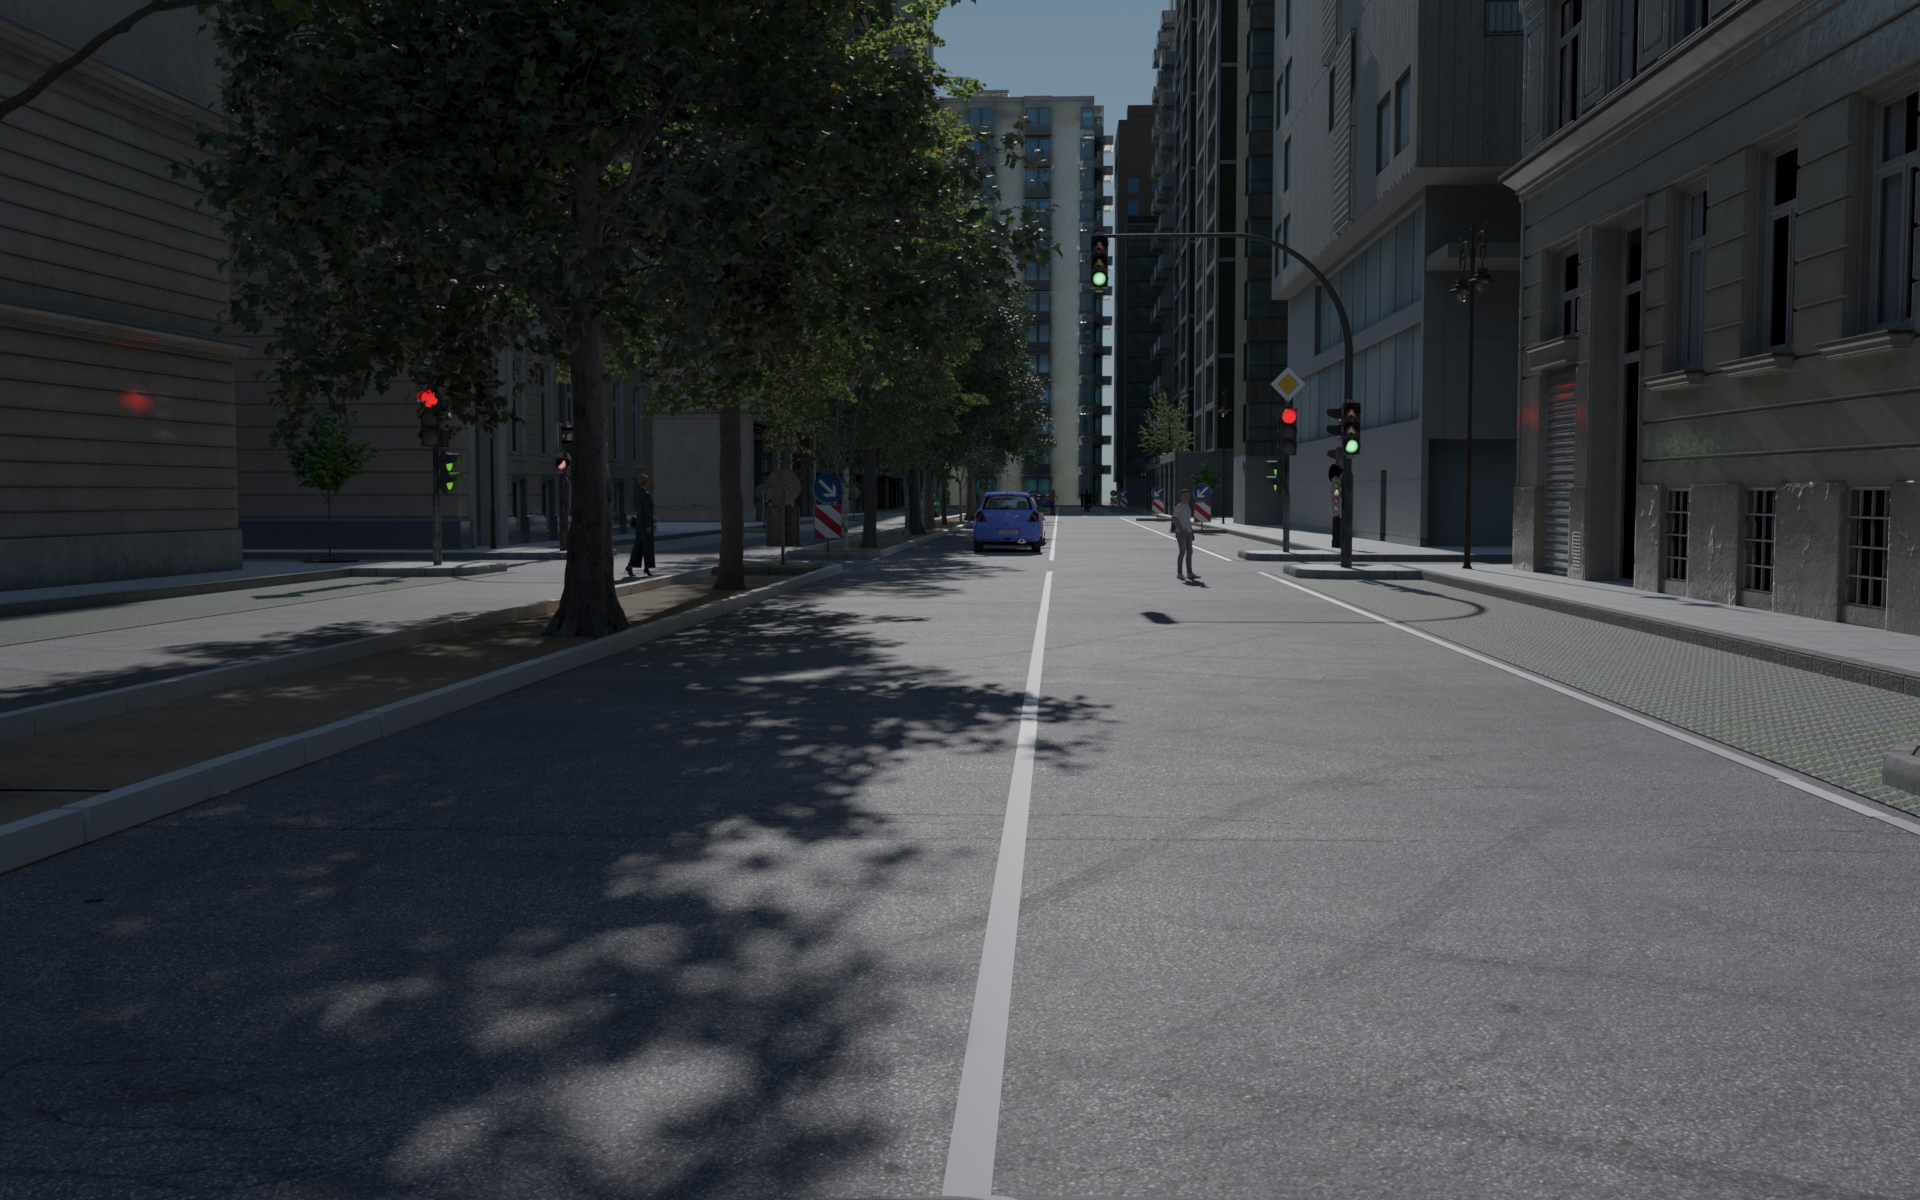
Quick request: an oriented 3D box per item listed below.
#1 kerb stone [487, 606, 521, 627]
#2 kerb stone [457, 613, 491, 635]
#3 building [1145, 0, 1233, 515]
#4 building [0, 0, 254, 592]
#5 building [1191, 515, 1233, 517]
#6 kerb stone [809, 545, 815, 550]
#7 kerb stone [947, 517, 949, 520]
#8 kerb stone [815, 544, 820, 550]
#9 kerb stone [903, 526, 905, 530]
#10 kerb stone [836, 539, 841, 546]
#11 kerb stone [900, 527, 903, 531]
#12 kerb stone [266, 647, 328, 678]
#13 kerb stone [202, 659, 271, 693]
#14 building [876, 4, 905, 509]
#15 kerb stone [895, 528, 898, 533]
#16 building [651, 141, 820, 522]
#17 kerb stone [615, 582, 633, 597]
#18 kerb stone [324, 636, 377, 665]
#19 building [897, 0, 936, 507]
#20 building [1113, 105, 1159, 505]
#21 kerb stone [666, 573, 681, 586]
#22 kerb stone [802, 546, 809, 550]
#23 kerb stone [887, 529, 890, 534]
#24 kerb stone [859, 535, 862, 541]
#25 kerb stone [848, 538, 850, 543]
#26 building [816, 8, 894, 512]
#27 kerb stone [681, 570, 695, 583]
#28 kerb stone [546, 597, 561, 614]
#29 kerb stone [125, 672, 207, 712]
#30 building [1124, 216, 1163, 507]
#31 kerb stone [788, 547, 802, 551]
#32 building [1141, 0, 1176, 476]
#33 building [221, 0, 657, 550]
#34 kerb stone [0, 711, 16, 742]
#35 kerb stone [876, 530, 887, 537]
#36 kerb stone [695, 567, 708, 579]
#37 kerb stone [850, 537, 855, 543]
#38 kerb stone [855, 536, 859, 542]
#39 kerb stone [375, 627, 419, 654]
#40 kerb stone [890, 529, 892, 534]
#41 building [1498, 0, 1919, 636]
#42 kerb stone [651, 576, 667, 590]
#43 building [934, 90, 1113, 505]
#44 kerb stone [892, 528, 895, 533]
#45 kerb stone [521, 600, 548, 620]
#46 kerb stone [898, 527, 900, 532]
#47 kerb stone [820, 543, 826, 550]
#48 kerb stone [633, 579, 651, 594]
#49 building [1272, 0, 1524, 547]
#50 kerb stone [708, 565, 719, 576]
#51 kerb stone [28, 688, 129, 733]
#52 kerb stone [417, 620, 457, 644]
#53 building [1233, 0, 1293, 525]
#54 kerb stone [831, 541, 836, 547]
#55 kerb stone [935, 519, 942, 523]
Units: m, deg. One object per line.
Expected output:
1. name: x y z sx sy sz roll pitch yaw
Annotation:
1. kerb stone: -5.049 0.198 18.962 0.120 0.150 1.000 0 4 3
2. kerb stone: -5.105 0.273 17.942 0.120 0.150 1.000 0 4 3
3. building: 25.095 -42.410 131.650 20.563 71.187 20.611 0 4 3
4. building: -29.364 -12.562 24.467 34.723 24.649 14.460 0 4 3
5. building: 22.716 -40.529 100.906 20.563 71.187 20.611 0 4 3
6. kerb stone: -3.719 -1.213 42.023 0.120 0.150 1.000 0 4 3
7. kerb stone: -0.824 -4.280 92.194 0.120 0.150 1.000 0 4 3
8. kerb stone: -3.660 -1.273 43.048 0.120 0.150 1.000 0 4 3
9. kerb stone: -2.308 -2.711 66.582 0.120 0.150 1.000 0 4 3
10. kerb stone: -3.430 -1.524 47.147 0.120 0.150 1.000 0 4 3
11. kerb stone: -2.363 -2.652 65.555 0.120 0.150 1.000 0 4 3
12. kerb stone: -5.348 0.514 13.849 0.120 0.150 1.000 0 4 3
13. kerb stone: -5.412 0.575 12.829 0.120 0.150 1.000 0 4 3
14. building: -12.345 -30.584 150.152 14.600 45.320 14.200 0 4 3
15. kerb stone: -2.488 -2.521 63.510 0.120 0.150 1.000 0 4 3
16. building: -13.734 -13.975 79.399 10.553 20.767 40.483 0 4 3
17. kerb stone: -4.762 -0.115 24.072 0.120 0.150 1.000 0 4 3
18. kerb stone: -5.283 0.450 14.869 0.120 0.150 1.000 0 4 3
19. building: -13.578 -45.357 179.845 20.611 71.187 20.563 0 4 3
20. building: 25.307 -33.782 202.449 14.200 45.320 14.600 0 4 3
21. kerb stone: -4.577 -0.302 27.136 0.120 0.150 1.000 0 4 3
22. kerb stone: -3.778 -1.147 40.998 0.120 0.150 1.000 0 4 3
23. kerb stone: -2.655 -2.336 60.442 0.120 0.150 1.000 0 4 3
24. kerb stone: -3.126 -1.839 52.258 0.120 0.150 1.000 0 4 3
25. kerb stone: -3.310 -1.650 49.188 0.120 0.150 1.000 0 4 3
26. building: -16.677 -28.996 128.708 22.147 44.769 28.867 0 4 3
27. kerb stone: -4.517 -0.365 28.157 0.120 0.150 1.000 0 4 3
28. kerb stone: -4.931 0.072 21.011 0.120 0.150 1.000 0 4 3
29. kerb stone: -5.460 0.635 11.808 0.120 0.150 1.000 0 4 3
30. building: 24.186 -25.049 181.247 14.160 30.474 14.107 0 4 3
31. kerb stone: -3.838 -1.087 39.974 0.120 0.150 1.000 0 4 3
32. building: 28.974 -32.927 157.967 23.786 49.044 30.456 0 4 3
33. building: -17.141 -16.095 49.059 13.634 28.700 20.117 0 4 3
34. kerb stone: -5.573 0.760 9.762 0.120 0.150 1.000 0 4 3
35. kerb stone: -2.713 -2.277 59.421 0.120 0.150 1.000 0 4 3
36. kerb stone: -4.457 -0.427 29.183 0.120 0.150 1.000 0 4 3
37. kerb stone: -3.250 -1.713 50.209 0.120 0.150 1.000 0 4 3
38. kerb stone: -3.186 -1.775 51.237 0.120 0.150 1.000 0 4 3
39. kerb stone: -5.230 0.387 15.889 0.120 0.150 1.000 0 4 3
40. kerb stone: -2.600 -2.399 61.463 0.120 0.150 1.000 0 4 3
41. building: 15.892 -11.075 14.365 16.112 22.955 30.059 0 4 3
42. kerb stone: -4.637 -0.240 26.116 0.120 0.150 1.000 0 4 3
43. building: 2.915 -35.997 208.157 30.456 49.044 23.786 0 4 3
44. kerb stone: -2.545 -2.464 62.487 0.120 0.150 1.000 0 4 3
45. kerb stone: -4.991 0.137 19.982 0.120 0.150 1.000 0 4 3
46. kerb stone: -2.420 -2.590 64.534 0.120 0.150 1.000 0 4 3
47. kerb stone: -3.602 -1.338 44.073 0.120 0.150 1.000 0 4 3
48. kerb stone: -4.692 -0.177 25.092 0.120 0.150 1.000 0 4 3
49. building: 23.987 -28.218 50.611 27.495 52.752 28.713 0 4 3
50. kerb stone: -4.399 -0.490 30.203 0.120 0.150 1.000 0 4 3
51. kerb stone: -5.517 0.698 10.787 0.120 0.150 1.000 0 4 3
52. kerb stone: -5.169 0.323 16.916 0.120 0.150 1.000 0 4 3
53. building: 19.154 -18.673 76.999 14.160 30.474 14.107 0 4 3
54. kerb stone: -3.485 -1.464 46.126 0.120 0.150 1.000 0 4 3
55. kerb stone: -1.068 -4.031 88.104 0.120 0.150 1.000 0 4 3
